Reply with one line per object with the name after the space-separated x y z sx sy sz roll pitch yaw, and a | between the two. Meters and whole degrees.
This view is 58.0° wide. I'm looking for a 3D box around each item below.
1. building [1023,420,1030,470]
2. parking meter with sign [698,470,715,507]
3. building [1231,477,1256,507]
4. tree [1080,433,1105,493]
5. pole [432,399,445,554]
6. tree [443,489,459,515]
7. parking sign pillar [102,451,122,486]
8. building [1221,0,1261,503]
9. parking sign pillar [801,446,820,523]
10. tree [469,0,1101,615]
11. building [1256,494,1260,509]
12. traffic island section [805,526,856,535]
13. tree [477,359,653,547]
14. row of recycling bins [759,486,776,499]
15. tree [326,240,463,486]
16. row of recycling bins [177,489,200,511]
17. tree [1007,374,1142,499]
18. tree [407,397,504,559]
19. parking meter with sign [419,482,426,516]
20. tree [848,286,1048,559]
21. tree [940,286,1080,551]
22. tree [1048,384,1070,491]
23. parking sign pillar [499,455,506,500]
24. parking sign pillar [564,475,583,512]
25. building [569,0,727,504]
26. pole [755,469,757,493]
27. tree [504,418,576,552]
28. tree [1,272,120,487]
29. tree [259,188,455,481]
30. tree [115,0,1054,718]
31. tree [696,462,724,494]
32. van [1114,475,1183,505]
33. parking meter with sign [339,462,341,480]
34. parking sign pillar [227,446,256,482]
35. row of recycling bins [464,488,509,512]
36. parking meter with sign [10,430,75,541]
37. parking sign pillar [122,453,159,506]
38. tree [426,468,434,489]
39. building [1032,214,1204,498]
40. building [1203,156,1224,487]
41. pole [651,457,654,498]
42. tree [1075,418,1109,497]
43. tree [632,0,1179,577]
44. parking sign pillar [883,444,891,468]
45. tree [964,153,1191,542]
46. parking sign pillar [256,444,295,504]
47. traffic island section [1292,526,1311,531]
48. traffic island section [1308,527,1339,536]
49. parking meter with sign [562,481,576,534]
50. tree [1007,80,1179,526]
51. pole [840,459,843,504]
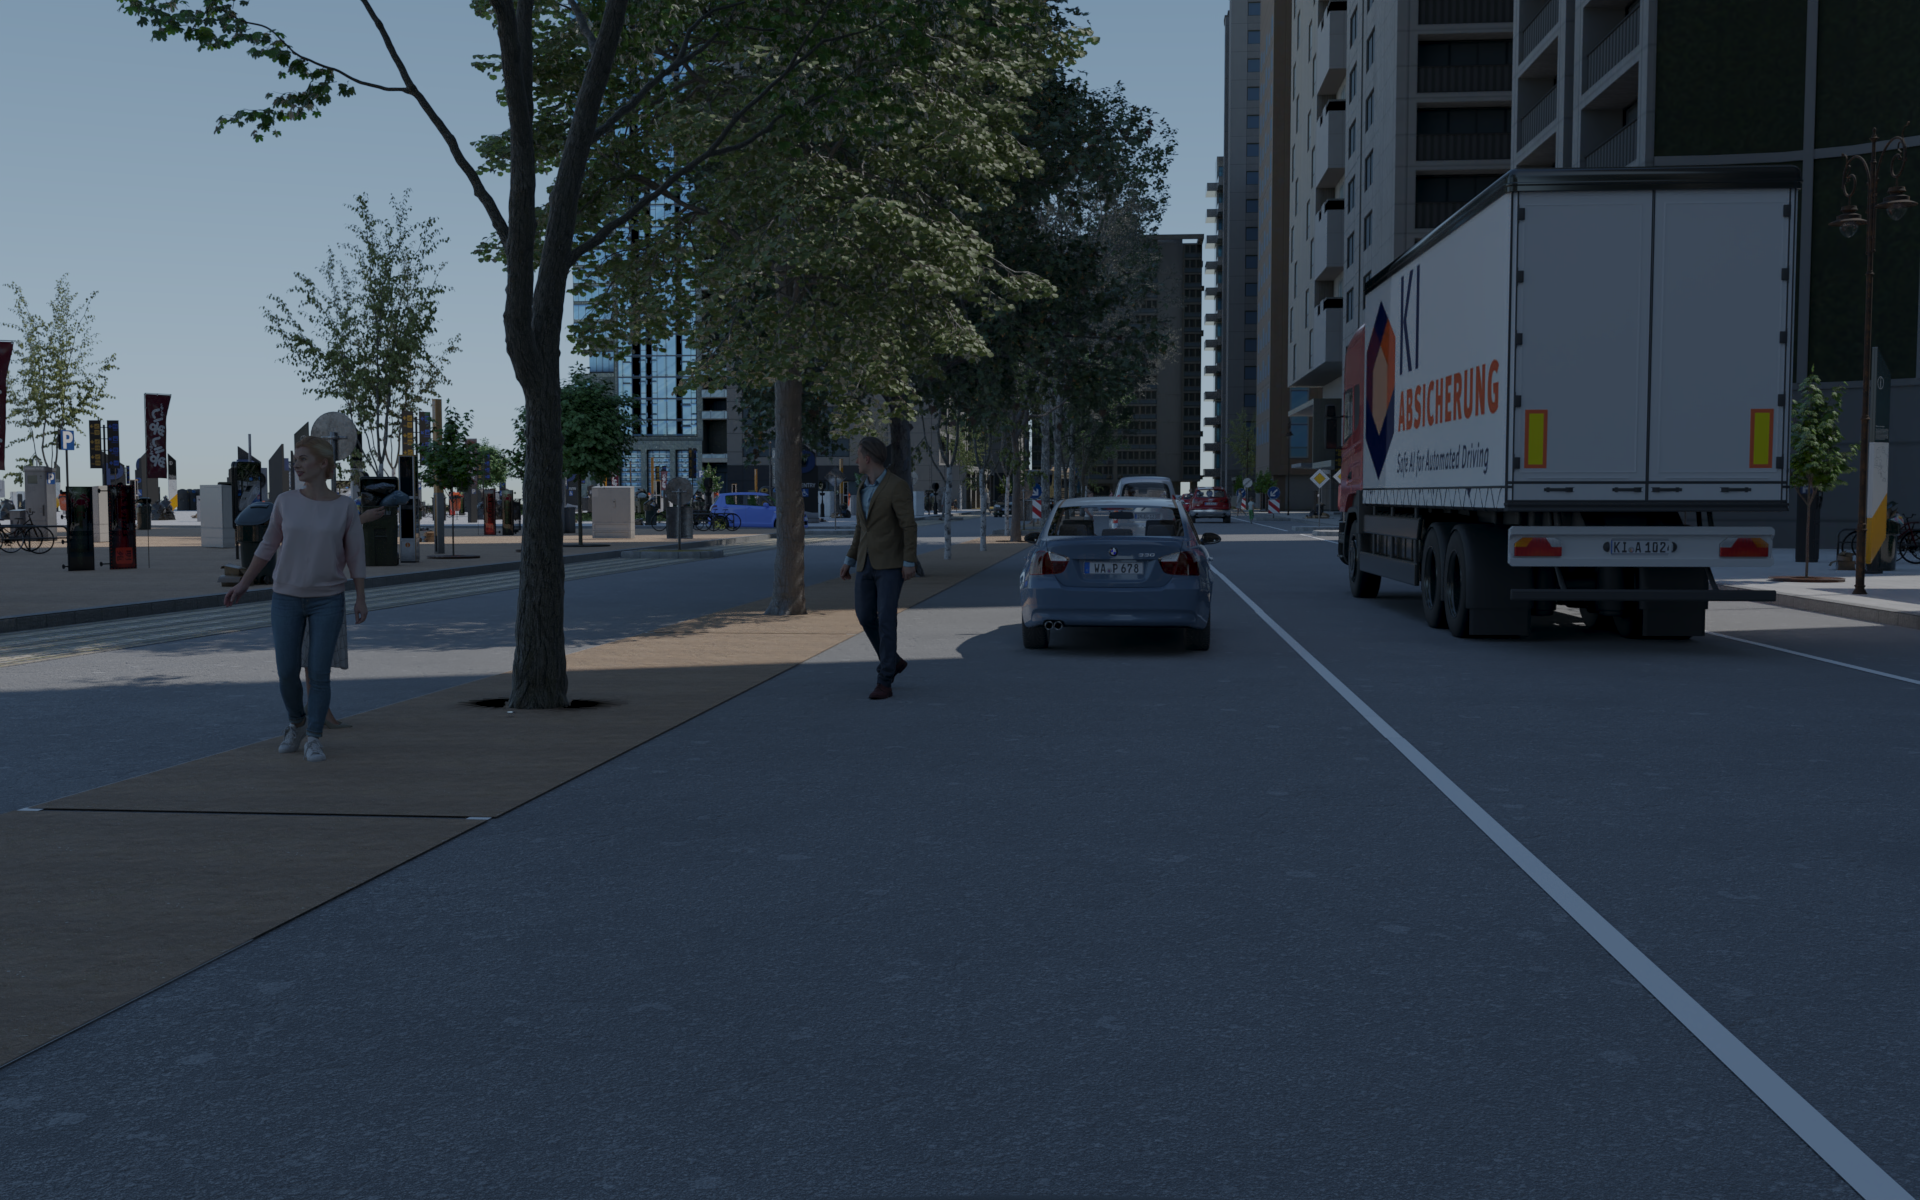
2.152 -35.858 236.393 14.200 45.320 14.600 0 4 6 | building
-18.429 -8.014 127.290 0.543 3.016 1.738 2 4 32 | parking meter with sign
44.194 -29.550 175.022 32.217 40.220 23.993 0 4 6 | building
9.360 -10.958 131.986 4.737 8.622 4.395 0 3 0 | tree
-11.199 -2.650 37.175 0.158 3.312 0.155 0 3 0 | pole
-27.048 -7.016 98.425 4.285 4.588 4.351 0 3 0 | tree
-52.964 -7.339 108.460 1.447 3.967 1.447 -3 4 -38 | parking sign pillar
41.109 -40.317 201.188 21.231 58.520 28.212 0 4 6 | building
-6.924 -5.373 76.326 1.447 3.967 1.447 -2 4 -28 | parking sign pillar
-2.096 -6.117 20.591 7.486 12.596 7.792 0 3 0 | tree
33.975 -28.949 156.912 14.154 41.232 14.086 0 4 6 | building
-4.470 -2.422 61.883 2.009 0.180 2.903 0 4 6 | traffic island section
-9.228 -3.589 42.398 4.285 4.588 4.351 0 3 0 | tree
-8.729 -4.876 86.829 3.534 1.692 1.069 3 5 39 | row of recycling bins
-16.689 -6.144 50.813 4.360 8.622 3.978 0 3 0 | tree
-59.588 -7.810 134.812 1.069 1.692 3.534 1 4 17 | row of recycling bins
6.126 -9.863 98.137 8.767 10.594 7.601 0 4 6 | tree
-10.180 -2.450 34.654 1.663 3.219 1.824 0 3 0 | tree
-31.313 -6.320 99.598 1.738 3.016 0.543 3 5 44 | parking meter with sign
-0.256 -5.194 37.737 4.360 8.622 3.978 0 3 0 | tree
0.599 -5.505 42.828 4.737 8.622 4.395 0 3 0 | tree
1.618 -6.527 59.536 4.360 8.622 3.978 0 3 0 | tree
-31.313 -7.956 118.551 1.447 3.967 1.447 -1 4 -12 | parking sign pillar
-27.984 -8.359 125.149 1.447 3.967 1.447 2 4 30 | parking sign pillar
-41.418 -56.939 243.626 31.000 86.520 22.319 0 4 6 | building
-16.652 -9.024 141.393 0.158 3.312 0.155 0 3 0 | pole
-9.223 -2.671 38.267 1.663 3.219 1.824 0 3 0 | tree
-30.489 -6.587 58.067 4.737 8.622 4.395 0 3 0 | tree
-14.103 -5.569 41.421 4.737 8.622 4.395 0 3 0 | tree
-2.727 -5.072 11.139 9.928 11.665 9.643 0 3 0 | tree
-15.069 -6.639 103.145 1.663 3.219 1.824 0 3 0 | tree
4.534 -2.190 42.822 2.013 2.044 4.112 0 4 4 | van
-33.337 -6.077 95.613 1.738 3.016 0.543 -1 4 -14 | parking meter with sign
-39.924 -6.653 97.242 1.447 3.967 1.447 0 4 3 | parking sign pillar
-33.487 -7.069 122.698 3.534 1.692 1.069 1 4 10 | row of recycling bins
-25.128 -3.123 47.326 1.738 3.016 0.543 1 4 10 | parking meter with sign
-42.238 -6.207 89.949 1.447 3.967 1.447 1 4 12 | parking sign pillar
-31.308 -7.518 106.627 4.285 4.588 4.351 0 3 0 | tree
22.005 -33.717 243.153 23.993 40.220 32.217 0 4 6 | building
48.721 -37.727 236.445 30.456 49.044 23.786 0 4 6 | building
-17.089 -6.266 96.288 0.158 3.312 0.155 0 3 0 | pole
9.229 -10.655 127.023 4.360 8.622 3.978 0 3 0 | tree
-1.024 -6.749 29.810 9.611 12.733 9.660 0 3 0 | tree
-4.113 -6.181 89.527 1.447 3.967 1.447 -1 4 -18 | parking sign pillar
1.682 -8.455 51.070 12.009 13.543 11.850 0 3 0 | tree
-36.634 -6.404 93.171 1.447 3.967 1.447 3 4 37 | parking sign pillar
14.127 -2.799 68.047 2.009 0.180 2.903 0 4 6 | traffic island section
13.332 -2.313 60.102 2.009 0.180 2.903 0 4 6 | traffic island section
-13.158 -3.660 56.099 0.543 3.016 1.738 2 4 25 | parking meter with sign
2.539 -13.242 74.852 12.611 20.169 13.585 0 3 0 | tree
-6.878 -6.517 100.397 0.158 3.312 0.155 0 3 0 | pole
